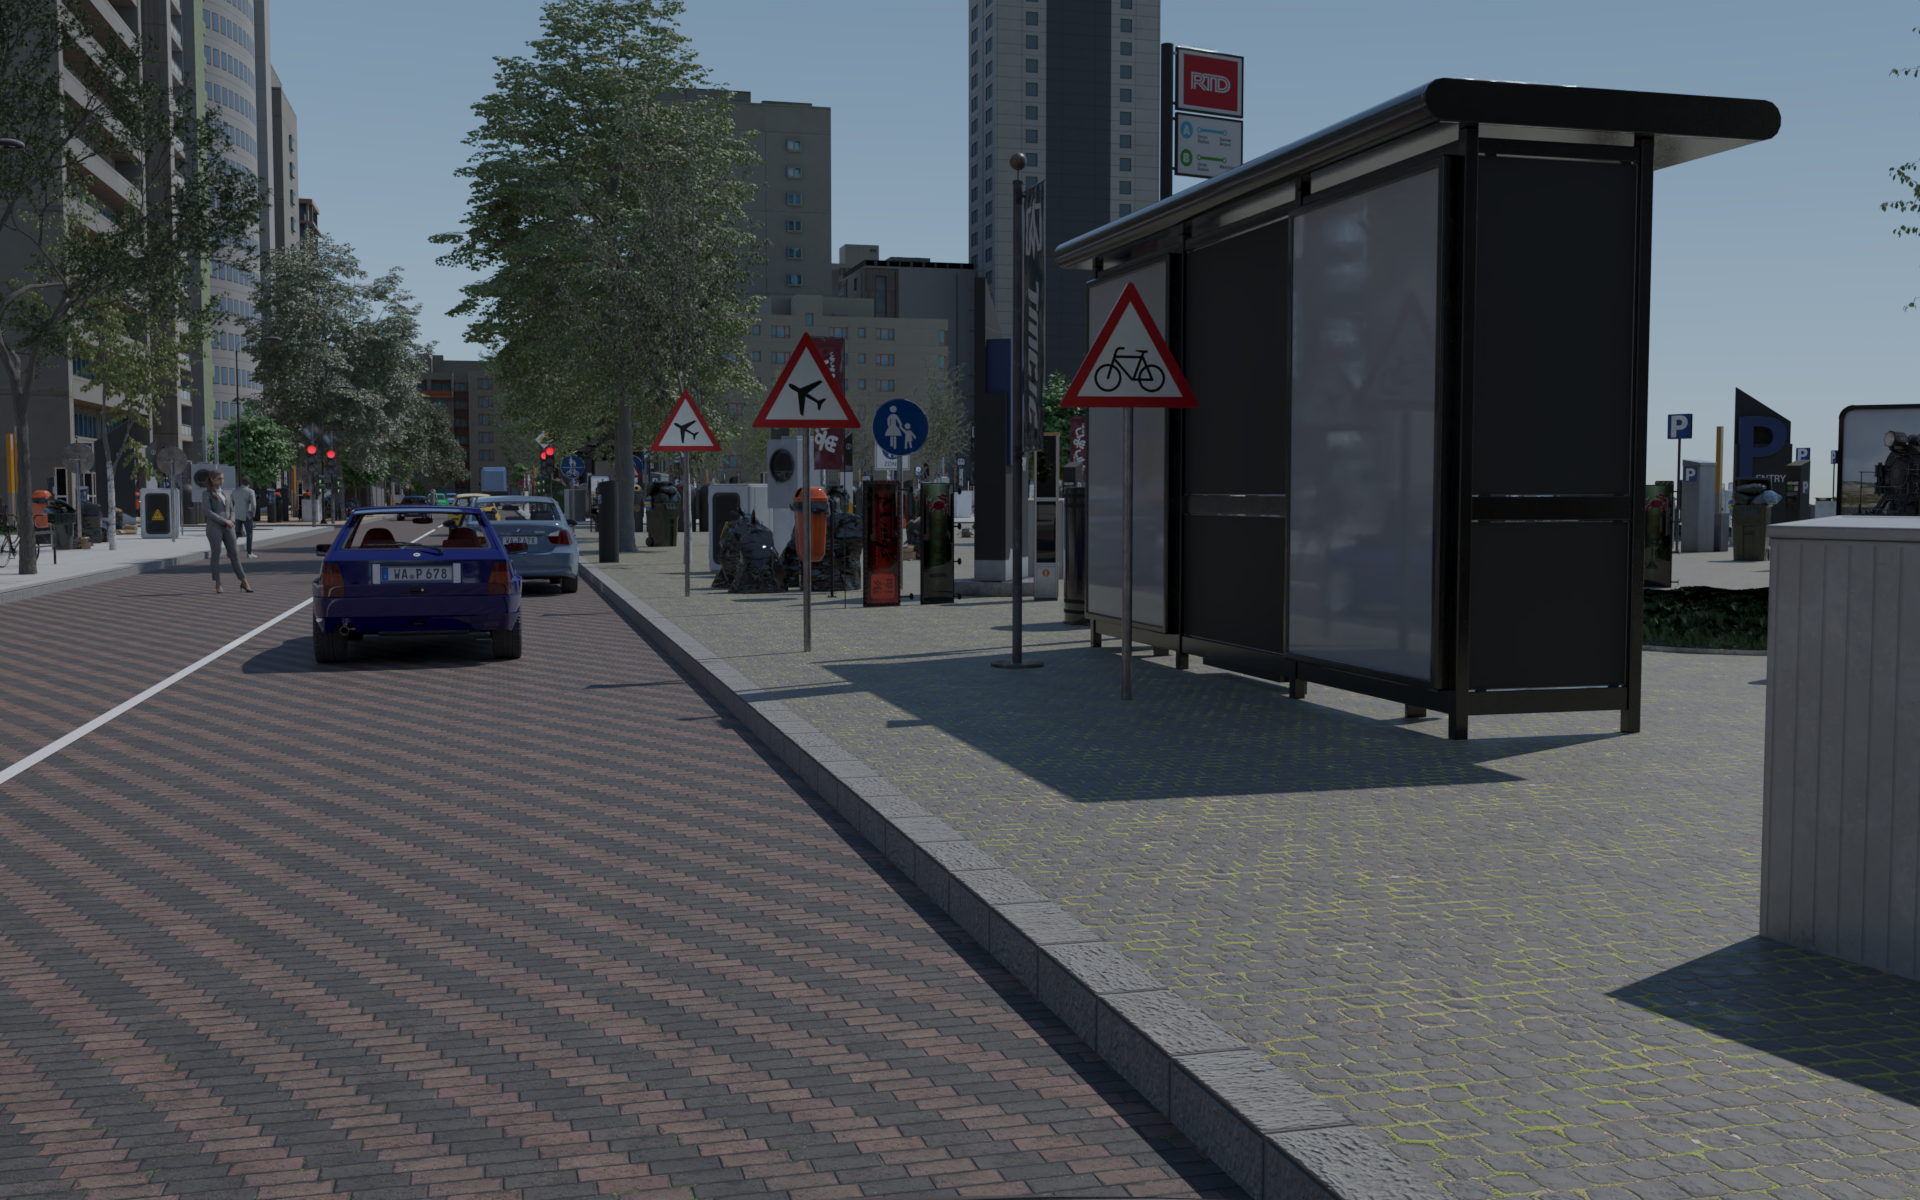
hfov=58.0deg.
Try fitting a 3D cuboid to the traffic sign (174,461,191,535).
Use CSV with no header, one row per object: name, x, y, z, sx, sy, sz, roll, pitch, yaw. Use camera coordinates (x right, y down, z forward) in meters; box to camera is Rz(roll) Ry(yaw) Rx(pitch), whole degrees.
traffic sign,-24.316,-3.178,54.098,0.606,2.300,0.079,-1,4,-11

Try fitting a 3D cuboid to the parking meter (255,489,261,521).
parking meter,-33.586,-4.540,82.634,0.372,1.533,0.369,0,3,0

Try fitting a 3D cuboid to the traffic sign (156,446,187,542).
traffic sign,-20.997,-2.817,46.169,0.768,2.556,0.104,-1,4,-11

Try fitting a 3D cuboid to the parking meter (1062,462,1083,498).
parking meter,2.030,-1.563,31.266,0.255,1.863,0.399,2,4,28

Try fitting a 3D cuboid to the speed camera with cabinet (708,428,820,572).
speed camera with cabinet,-3.199,-2.065,28.095,2.038,3.252,0.660,3,4,38

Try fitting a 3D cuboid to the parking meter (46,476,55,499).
parking meter,-26.999,-2.810,51.649,0.399,1.863,0.255,-3,5,-40

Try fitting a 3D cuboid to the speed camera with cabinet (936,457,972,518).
speed camera with cabinet,-0.396,-6.049,93.235,2.038,3.252,0.660,-2,4,-29

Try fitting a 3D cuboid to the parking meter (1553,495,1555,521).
parking meter,24.073,-3.912,69.679,0.255,1.863,0.399,-2,4,-27

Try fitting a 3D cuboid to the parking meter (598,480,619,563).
parking meter,-6.576,-1.468,32.408,0.372,1.533,0.369,0,3,0

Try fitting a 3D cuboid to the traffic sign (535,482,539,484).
traffic sign,-32.354,-8.169,133.662,0.768,2.556,0.104,-1,4,-9

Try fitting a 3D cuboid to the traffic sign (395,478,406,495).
traffic sign,-43.344,-8.201,134.189,0.768,2.556,0.104,-1,4,-12

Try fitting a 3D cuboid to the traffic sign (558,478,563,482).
traffic sign,-31.647,-8.342,136.496,0.768,2.556,0.104,0,4,-7

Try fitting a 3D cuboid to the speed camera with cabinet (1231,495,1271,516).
speed camera with cabinet,17.053,-6.532,101.129,2.038,3.252,0.660,0,4,-7

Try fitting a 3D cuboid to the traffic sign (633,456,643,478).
traffic sign,-10.796,-3.477,56.948,0.768,2.556,0.104,0,4,-6

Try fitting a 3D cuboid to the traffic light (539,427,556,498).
traffic light,-16.373,-4.903,69.090,0.839,4.253,0.868,-1,4,-15

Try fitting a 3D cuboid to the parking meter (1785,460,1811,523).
parking meter,14.245,-1.454,29.482,0.399,1.863,0.255,-3,4,-37

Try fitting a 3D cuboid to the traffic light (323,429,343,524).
traffic light,-26.994,-5.235,74.509,0.839,4.253,0.868,-1,4,-15

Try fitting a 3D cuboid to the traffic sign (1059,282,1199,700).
traffic sign,1.039,-0.656,10.733,0.884,2.594,0.081,-1,4,-10

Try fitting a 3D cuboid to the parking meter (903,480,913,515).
parking meter,-2.158,-4.065,72.169,0.255,1.863,0.399,-3,5,-43

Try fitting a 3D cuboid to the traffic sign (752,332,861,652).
traffic sign,-1.243,-0.857,14.023,0.884,2.594,0.081,-1,4,-14

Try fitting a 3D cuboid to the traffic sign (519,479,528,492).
traffic sign,-36.623,-8.881,145.304,0.768,2.556,0.104,-1,4,-10

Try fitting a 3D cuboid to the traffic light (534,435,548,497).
traffic light,-18.437,-5.375,76.805,0.839,4.253,0.868,-1,4,-15

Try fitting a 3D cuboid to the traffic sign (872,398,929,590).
traffic sign,-0.803,-1.412,23.188,0.768,2.556,0.104,-1,4,-9

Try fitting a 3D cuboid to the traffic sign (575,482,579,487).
traffic sign,-27.925,-7.807,127.642,0.884,2.594,0.081,-1,4,-10

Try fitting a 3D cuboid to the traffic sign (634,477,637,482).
traffic sign,-12.020,-3.721,62.969,0.606,2.300,0.079,-1,4,-10

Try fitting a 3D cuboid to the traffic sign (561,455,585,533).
traffic sign,-12.639,-3.453,56.568,0.768,2.556,0.104,-1,4,-8

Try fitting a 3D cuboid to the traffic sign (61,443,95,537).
traffic sign,-21.860,-2.620,42.946,0.768,2.556,0.104,-1,4,-10

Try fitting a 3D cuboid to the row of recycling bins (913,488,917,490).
row of recycling bins,-3.641,-8.598,147.693,1.069,1.692,3.534,-1,4,-23

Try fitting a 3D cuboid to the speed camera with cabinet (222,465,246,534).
speed camera with cabinet,-22.678,-3.641,53.863,0.660,3.252,2.038,-3,5,-41

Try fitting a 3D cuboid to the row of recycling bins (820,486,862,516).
row of recycling bins,-5.814,-4.761,84.948,3.534,1.692,1.069,2,4,31

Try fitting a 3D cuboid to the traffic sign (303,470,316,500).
traffic sign,-33.585,-5.473,89.585,0.768,2.556,0.104,-1,4,-9

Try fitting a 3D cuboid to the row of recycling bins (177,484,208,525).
row of recycling bins,-32.867,-4.095,74.070,1.069,1.692,3.534,-1,4,-14

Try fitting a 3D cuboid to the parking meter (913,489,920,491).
parking meter,-2.102,-4.616,83.874,0.372,1.533,0.369,0,3,0

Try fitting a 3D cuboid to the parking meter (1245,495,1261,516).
parking meter,6.660,-2.056,39.330,0.255,1.863,0.399,-1,4,-16

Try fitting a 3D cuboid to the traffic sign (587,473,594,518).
traffic sign,-17.808,-5.021,84.219,0.606,2.300,0.079,-1,4,-10

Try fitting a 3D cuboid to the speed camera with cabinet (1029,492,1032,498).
speed camera with cabinet,4.737,-8.867,139.316,2.038,3.252,0.660,-1,4,-12

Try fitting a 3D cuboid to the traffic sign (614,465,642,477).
traffic sign,-10.561,-3.369,55.080,0.884,2.594,0.081,-1,4,-14

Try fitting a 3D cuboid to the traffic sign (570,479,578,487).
traffic sign,-33.578,-9.224,150.924,0.768,2.556,0.104,-1,4,-9

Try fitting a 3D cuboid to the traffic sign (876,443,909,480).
traffic sign,-1.186,-1.719,30.239,0.606,2.300,0.079,-1,4,-10

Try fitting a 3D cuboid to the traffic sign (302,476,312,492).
traffic sign,-37.405,-6.082,99.553,0.768,2.556,0.104,-1,4,-8

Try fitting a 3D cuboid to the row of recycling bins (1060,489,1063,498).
row of recycling bins,9.608,-8.818,151.294,3.534,1.692,1.069,3,4,37

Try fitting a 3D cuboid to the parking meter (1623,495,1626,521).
parking meter,15.891,-2.006,41.211,0.372,1.533,0.369,0,3,0

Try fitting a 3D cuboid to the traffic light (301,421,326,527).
traffic light,-24.931,-4.763,66.794,0.839,4.253,0.868,-1,4,-15

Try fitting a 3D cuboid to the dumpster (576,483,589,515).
dumpster,-19.163,-5.109,89.295,1.264,1.857,1.865,-1,4,-15

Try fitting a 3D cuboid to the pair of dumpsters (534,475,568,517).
pair of dumpsters,-20.626,-5.194,87.415,1.574,2.255,4.437,-1,4,-15

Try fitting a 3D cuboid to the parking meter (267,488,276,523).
parking meter,-30.452,-4.171,76.599,0.372,1.533,0.369,0,3,0

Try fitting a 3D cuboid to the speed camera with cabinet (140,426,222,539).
speed camera with cabinet,-22.639,-3.418,50.216,2.038,3.252,0.660,-1,4,-18

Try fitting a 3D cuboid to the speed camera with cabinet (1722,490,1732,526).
speed camera with cabinet,30.058,-4.480,67.583,2.038,3.252,0.660,3,5,44

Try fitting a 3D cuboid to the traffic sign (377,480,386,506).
traffic sign,-43.216,-7.785,129.411,0.606,2.300,0.079,0,4,-8

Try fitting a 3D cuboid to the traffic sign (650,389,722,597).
traffic sign,-3.412,-1.321,21.604,0.884,2.594,0.081,-1,4,-9

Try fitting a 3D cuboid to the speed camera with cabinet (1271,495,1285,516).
speed camera with cabinet,19.220,-6.477,100.236,0.660,3.252,2.038,-3,5,-44

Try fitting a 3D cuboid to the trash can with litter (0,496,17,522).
trash can with litter,-43.862,-4.180,79.403,2.233,1.210,1.678,1,4,10

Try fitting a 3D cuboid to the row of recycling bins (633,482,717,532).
row of recycling bins,-9.836,-3.161,58.795,3.534,1.692,1.069,-1,4,-13

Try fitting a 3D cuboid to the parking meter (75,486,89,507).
parking meter,-27.034,-2.749,53.363,0.372,1.533,0.369,0,3,0

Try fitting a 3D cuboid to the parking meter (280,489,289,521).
parking meter,-31.726,-4.460,81.329,0.372,1.533,0.369,0,3,0

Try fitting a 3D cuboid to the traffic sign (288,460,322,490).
traffic sign,-39.111,-6.694,103.314,2.265,3.308,0.079,-1,4,-11

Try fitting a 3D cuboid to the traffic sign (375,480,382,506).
traffic sign,-40.278,-7.307,119.568,0.768,2.556,0.104,-1,4,-11
